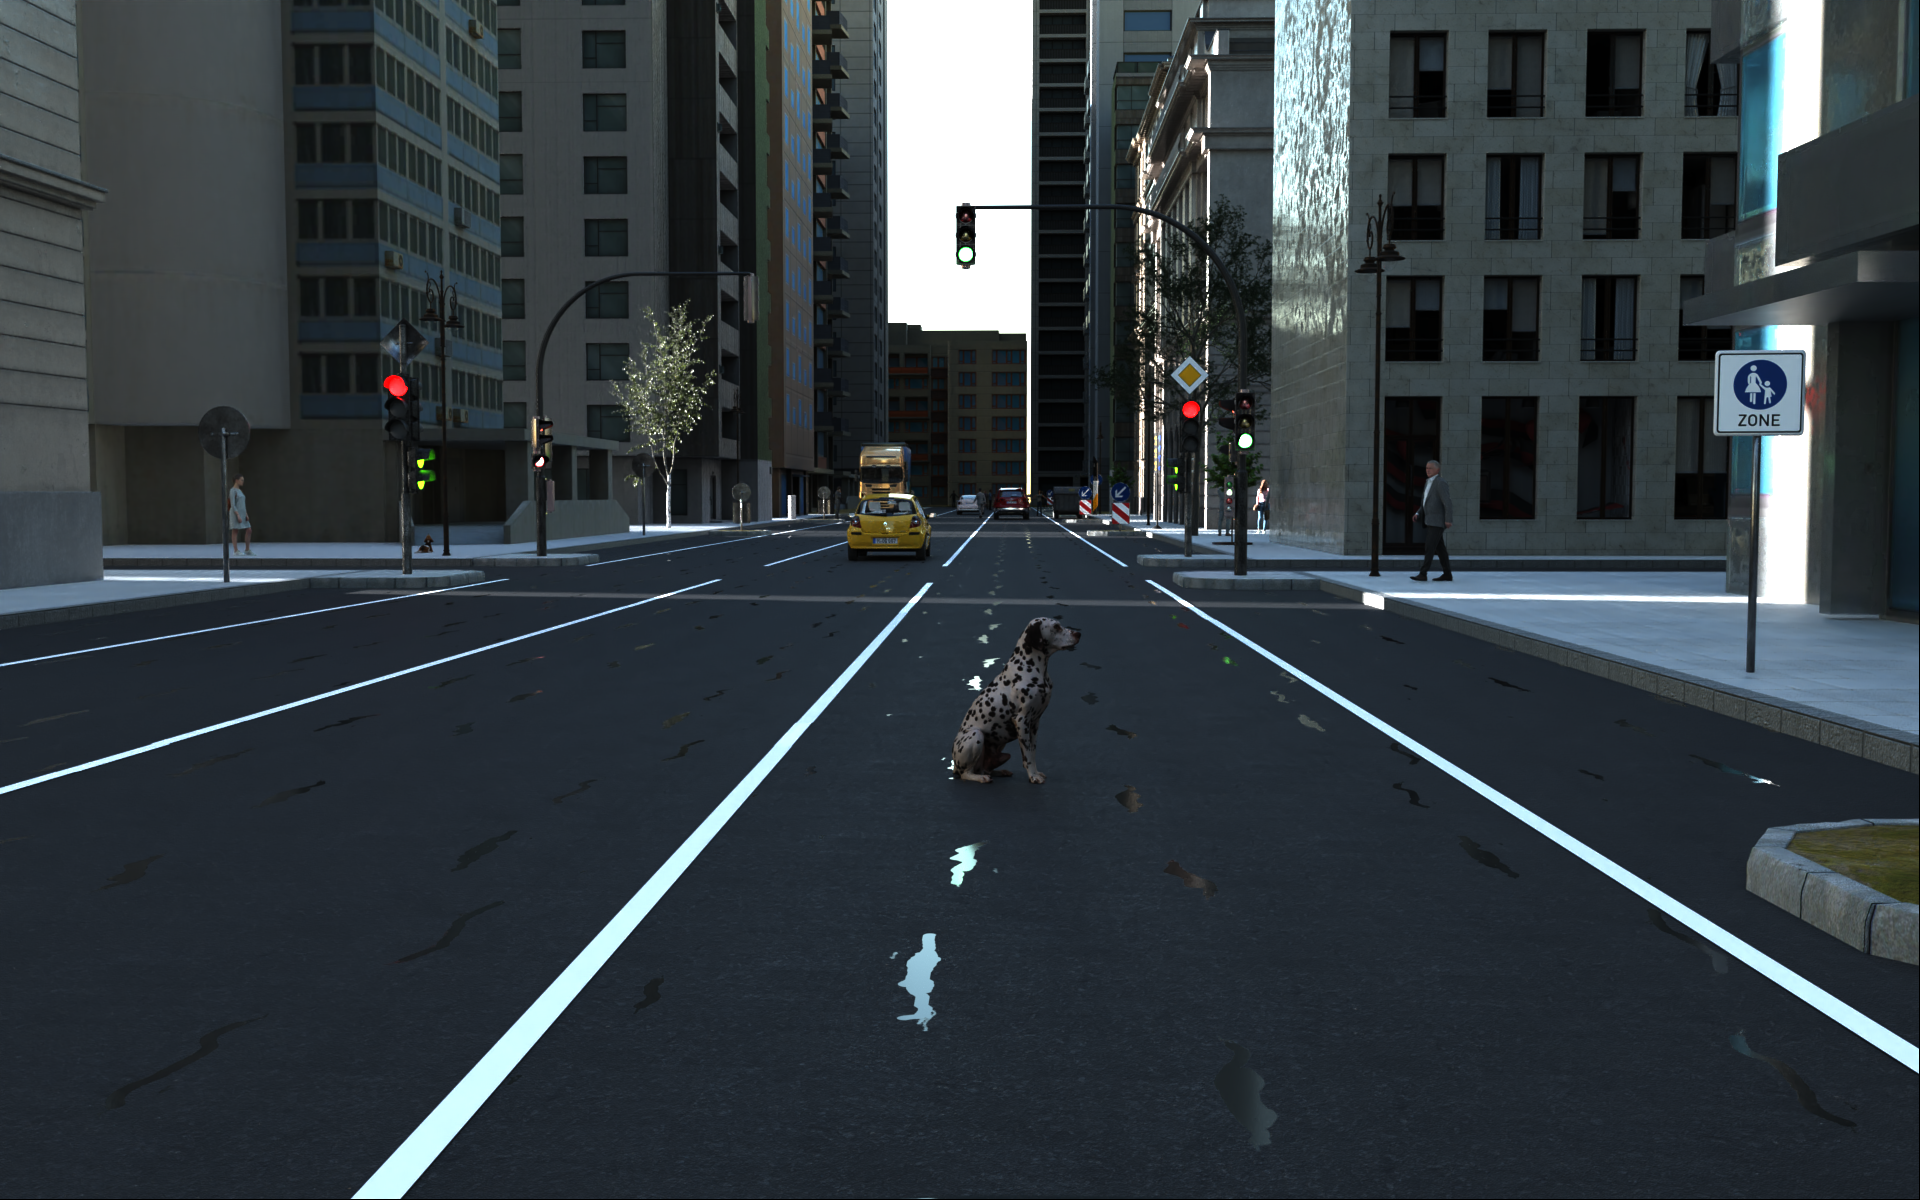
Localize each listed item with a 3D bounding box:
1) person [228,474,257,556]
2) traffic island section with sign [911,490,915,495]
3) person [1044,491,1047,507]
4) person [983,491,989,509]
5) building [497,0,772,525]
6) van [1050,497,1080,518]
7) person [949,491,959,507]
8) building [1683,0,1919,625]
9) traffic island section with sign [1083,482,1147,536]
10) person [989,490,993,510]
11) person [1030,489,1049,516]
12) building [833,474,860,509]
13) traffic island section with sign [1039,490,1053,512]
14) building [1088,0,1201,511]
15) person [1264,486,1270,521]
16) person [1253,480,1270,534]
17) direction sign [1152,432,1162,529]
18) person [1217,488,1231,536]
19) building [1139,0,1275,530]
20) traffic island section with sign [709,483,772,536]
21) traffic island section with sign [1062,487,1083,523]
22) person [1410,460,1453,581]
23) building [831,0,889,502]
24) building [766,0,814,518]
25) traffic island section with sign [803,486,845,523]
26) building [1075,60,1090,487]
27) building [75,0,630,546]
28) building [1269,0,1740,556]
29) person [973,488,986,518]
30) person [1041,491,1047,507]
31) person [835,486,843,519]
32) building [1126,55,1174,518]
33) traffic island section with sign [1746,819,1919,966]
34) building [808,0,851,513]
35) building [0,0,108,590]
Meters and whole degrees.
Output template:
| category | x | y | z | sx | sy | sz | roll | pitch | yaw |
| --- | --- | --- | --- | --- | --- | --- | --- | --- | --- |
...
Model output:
| category | x | y | z | sx | sy | sz | roll | pitch | yaw |
| --- | --- | --- | --- | --- | --- | --- | --- | --- | --- |
| person | -14.937 | -1.763 | 35.865 | 0.522 | 1.701 | 0.512 | 0 | 4 | 3 |
| traffic island section with sign | -4.593 | -9.549 | 164.753 | 1.989 | 1.847 | 2.006 | 0 | 4 | 2 |
| person | 9.004 | -10.563 | 181.924 | 1.217 | 1.735 | 0.721 | 0 | 4 | 0 |
| person | 2.386 | -9.371 | 162.272 | 0.990 | 1.755 | 0.434 | 2 | 4 | 34 |
| building | -16.432 | -18.700 | 77.439 | 14.160 | 30.474 | 14.107 | 0 | 4 | 2 |
| van | 6.444 | -5.916 | 103.738 | 2.013 | 2.044 | 4.112 | 0 | 4 | 1 |
| person | -0.640 | -10.896 | 186.667 | 1.348 | 1.821 | 0.705 | 3 | 4 | 38 |
| building | 19.141 | -23.760 | 8.081 | 23.786 | 49.044 | 30.456 | 0 | 4 | 2 |
| traffic island section with sign | 5.402 | -3.141 | 59.975 | 1.989 | 1.847 | 2.006 | 0 | 4 | 2 |
| person | 2.725 | -8.877 | 153.619 | 0.705 | 1.826 | 1.348 | -1 | 4 | -10 |
| person | 5.201 | -6.378 | 113.497 | 1.217 | 1.735 | 0.721 | 0 | 4 | 3 |
| building | -25.346 | -28.129 | 151.797 | 32.217 | 40.220 | 23.993 | 0 | 4 | 2 |
| traffic island section with sign | 8.424 | -9.522 | 164.305 | 1.989 | 1.847 | 2.006 | 0 | 4 | 2 |
| building | 20.989 | -36.546 | 139.524 | 21.231 | 58.520 | 28.212 | 0 | 4 | 2 |
| person | 9.501 | -2.809 | 52.089 | 0.709 | 1.813 | 0.853 | 1 | 4 | 10 |
| person | 9.854 | -3.042 | 56.366 | 0.593 | 1.750 | 0.643 | 1 | 4 | 17 |
| direction sign | 7.279 | -4.395 | 63.858 | 0.379 | 3.537 | 0.876 | -1 | 4 | -9 |
| person | 8.166 | -2.872 | 53.183 | 0.511 | 1.800 | 0.466 | 1 | 4 | 19 |
| building | 15.094 | -14.155 | 73.228 | 13.314 | 21.916 | 24.055 | 0 | 4 | 2 |
| traffic island section with sign | -7.625 | -3.167 | 60.406 | 1.989 | 1.847 | 2.006 | 0 | 4 | 2 |
| traffic island section with sign | 6.192 | -4.829 | 87.577 | 1.989 | 1.847 | 2.006 | 0 | 4 | 2 |
| person | 6.889 | -1.158 | 25.381 | 0.834 | 1.777 | 0.661 | -1 | 4 | -21 |
| building | -18.156 | -45.089 | 175.461 | 20.611 | 71.187 | 20.563 | 0 | 4 | 2 |
| building | -16.125 | -27.461 | 99.099 | 14.600 | 45.320 | 14.200 | 0 | 4 | 2 |
| traffic island section with sign | -6.830 | -4.815 | 87.349 | 1.989 | 1.847 | 2.006 | 0 | 4 | 2 |
| building | 23.496 | -33.607 | 169.089 | 23.786 | 49.044 | 30.456 | 0 | 4 | 2 |
| building | -27.391 | -21.931 | 50.447 | 32.217 | 40.220 | 23.993 | 0 | 4 | 2 |
| building | 16.567 | -11.359 | 40.477 | 16.860 | 20.320 | 10.420 | 0 | 4 | 2 |
| person | 1.204 | -5.793 | 103.489 | 0.678 | 1.792 | 0.850 | -1 | 4 | -19 |
| person | 8.493 | -10.322 | 177.785 | 1.217 | 1.766 | 0.721 | 2 | 4 | 31 |
| person | -6.537 | -5.212 | 93.519 | 0.447 | 1.846 | 0.655 | -1 | 4 | -13 |
| building | 16.335 | -18.367 | 97.571 | 12.463 | 27.353 | 25.104 | 0 | 4 | 2 |
| traffic island section with sign | 3.831 | 0.175 | 5.772 | 1.989 | 1.847 | 2.006 | 0 | 4 | 2 |
| building | -19.663 | -28.771 | 125.025 | 22.147 | 44.769 | 28.867 | 0 | 4 | 2 |
| building | -24.075 | -14.171 | 19.091 | 23.554 | 28.519 | 14.401 | 0 | 4 | 2 |
